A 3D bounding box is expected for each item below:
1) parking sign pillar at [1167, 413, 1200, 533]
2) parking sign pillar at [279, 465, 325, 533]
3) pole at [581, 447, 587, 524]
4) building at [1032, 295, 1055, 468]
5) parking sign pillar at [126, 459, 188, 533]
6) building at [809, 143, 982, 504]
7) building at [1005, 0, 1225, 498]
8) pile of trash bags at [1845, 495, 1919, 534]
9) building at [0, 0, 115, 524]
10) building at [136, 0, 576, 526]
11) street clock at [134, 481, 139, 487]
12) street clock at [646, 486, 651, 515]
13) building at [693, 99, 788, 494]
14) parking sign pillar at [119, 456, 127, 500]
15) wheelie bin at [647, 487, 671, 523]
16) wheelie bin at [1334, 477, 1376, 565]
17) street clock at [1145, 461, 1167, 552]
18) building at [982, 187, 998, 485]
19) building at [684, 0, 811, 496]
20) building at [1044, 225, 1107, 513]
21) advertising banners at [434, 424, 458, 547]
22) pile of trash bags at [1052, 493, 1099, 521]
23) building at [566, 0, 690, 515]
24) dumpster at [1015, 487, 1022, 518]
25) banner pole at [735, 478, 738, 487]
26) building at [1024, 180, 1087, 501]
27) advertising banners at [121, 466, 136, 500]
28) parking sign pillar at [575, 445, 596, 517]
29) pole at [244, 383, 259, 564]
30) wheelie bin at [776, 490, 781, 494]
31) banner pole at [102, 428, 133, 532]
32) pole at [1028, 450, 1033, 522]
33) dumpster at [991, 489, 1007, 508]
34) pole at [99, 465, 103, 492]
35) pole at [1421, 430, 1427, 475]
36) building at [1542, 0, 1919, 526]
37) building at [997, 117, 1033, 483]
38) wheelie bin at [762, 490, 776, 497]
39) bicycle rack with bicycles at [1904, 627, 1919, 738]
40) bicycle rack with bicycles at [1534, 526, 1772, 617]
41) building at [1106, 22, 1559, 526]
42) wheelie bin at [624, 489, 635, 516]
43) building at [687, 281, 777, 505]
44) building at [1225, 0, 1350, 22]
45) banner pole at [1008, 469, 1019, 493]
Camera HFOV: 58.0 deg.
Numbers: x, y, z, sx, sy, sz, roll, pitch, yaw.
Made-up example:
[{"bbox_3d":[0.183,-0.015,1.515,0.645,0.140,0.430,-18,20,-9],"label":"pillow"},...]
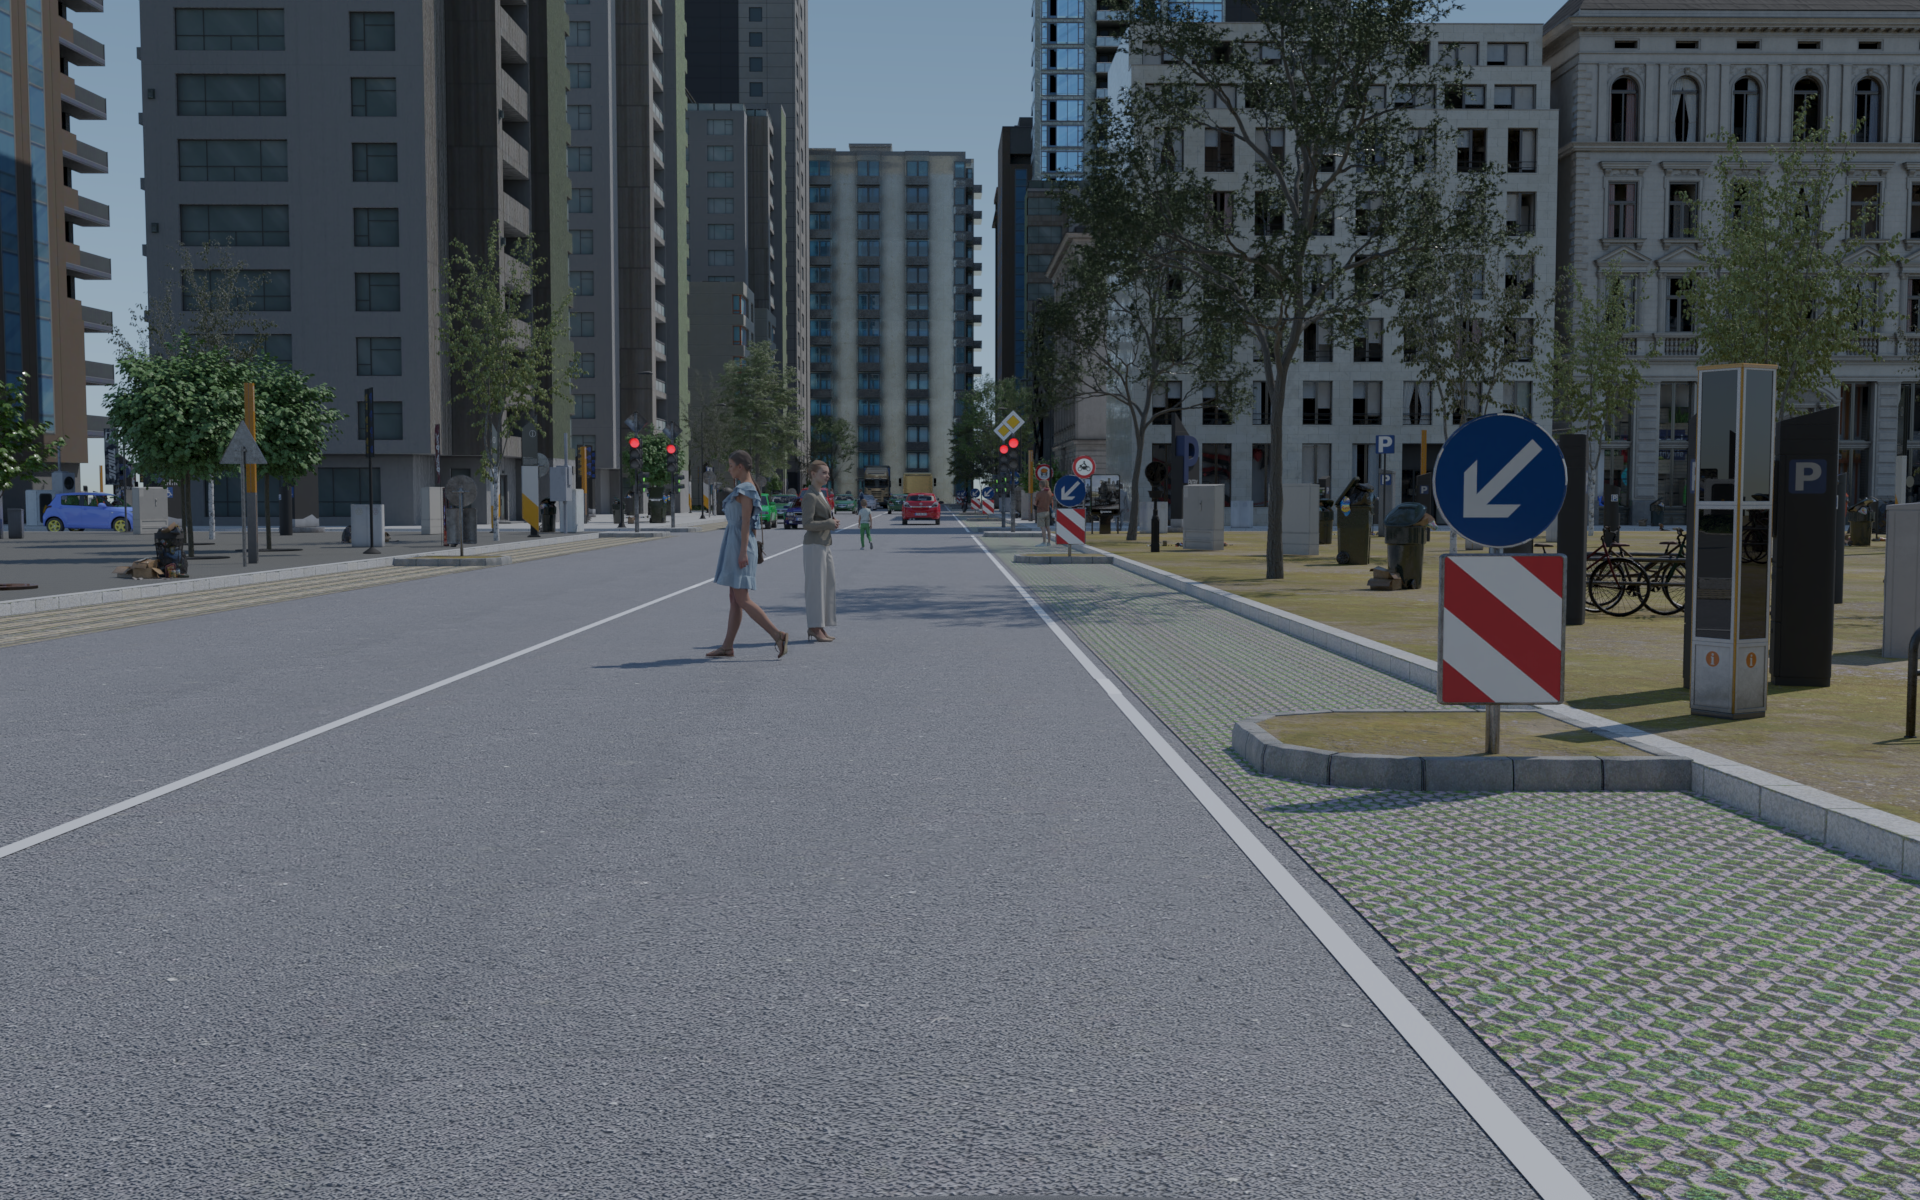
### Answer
[{"bbox_3d":[7.525,-4.242,57.822,1.447,3.967,1.447,2,4,34],"label":"parking sign pillar"},{"bbox_3d":[-21.948,-4.231,57.656,1.447,3.967,1.447,1,4,15],"label":"parking sign pillar"},{"bbox_3d":[-16.186,-4.940,74.607,0.158,3.312,0.155,0,3,0],"label":"pole"},{"bbox_3d":[13.870,-16.234,132.882,16.820,18.784,16.811,0,4,-1],"label":"building"},{"bbox_3d":[-26.398,-4.215,57.389,1.447,3.967,1.447,2,4,23],"label":"parking sign pillar"},{"bbox_3d":[-12.297,-37.896,239.200,30.456,49.044,23.786,0,4,-1],"label":"building"},{"bbox_3d":[16.371,-53.218,182.784,22.319,86.520,31.000,0,4,-1],"label":"building"},{"bbox_3d":[29.337,-2.804,55.598,3.447,1.369,1.912,-1,4,-18],"label":"pile of trash bags"},{"bbox_3d":[-47.291,-25.961,74.568,14.200,45.320,14.600,0,4,-1],"label":"building"},{"bbox_3d":[-25.203,-18.526,74.598,14.160,30.474,14.107,0,4,-1],"label":"building"},{"bbox_3d":[-47.148,-5.785,99.146,0.358,2.002,0.471,-2,4,-30],"label":"street clock"},{"bbox_3d":[-18.770,-6.117,104.582,0.358,2.002,0.471,-1,4,-10],"label":"street clock"},{"bbox_3d":[-25.251,-30.144,176.444,14.154,41.232,14.086,0,4,-1],"label":"building"},{"bbox_3d":[-53.666,-7.515,111.345,1.447,3.967,1.447,1,4,10],"label":"parking sign pillar"},{"bbox_3d":[-13.275,-4.167,76.041,0.980,1.594,0.693,1,4,11],"label":"wheelie bin"},{"bbox_3d":[7.222,-1.450,31.624,0.693,1.594,0.980,1,4,19],"label":"wheelie bin"},{"bbox_3d":[4.307,-2.054,38.161,0.471,2.002,0.358,0,4,2],"label":"street clock"},{"bbox_3d":[17.381,-35.703,238.366,28.867,44.769,22.147,0,4,-1],"label":"building"},{"bbox_3d":[-28.459,-46.685,201.550,20.611,71.187,20.563,0,4,-1],"label":"building"},{"bbox_3d":[11.168,-14.960,109.231,10.561,19.102,19.286,0,4,-1],"label":"building"},{"bbox_3d":[-12.668,-2.841,42.641,0.090,3.025,2.074,-2,4,-29],"label":"advertising banners"},{"bbox_3d":[5.540,-4.388,81.494,3.447,1.369,1.912,0,4,2],"label":"pile of trash bags"},{"bbox_3d":[-25.765,-26.279,113.253,14.154,41.232,14.086,0,4,-1],"label":"building"},{"bbox_3d":[3.488,-5.248,91.555,1.264,1.857,1.865,0,4,-1],"label":"dumpster"},{"bbox_3d":[-14.008,-7.247,108.506,0.401,3.779,0.863,0,4,5],"label":"banner pole"},{"bbox_3d":[12.920,-23.867,161.924,14.160,30.474,14.107,0,4,-1],"label":"building"},{"bbox_3d":[-50.215,-6.620,104.431,2.074,3.025,0.090,2,4,35],"label":"advertising banners"},{"bbox_3d":[-20.809,-6.544,95.471,1.447,3.967,1.447,1,4,9],"label":"parking sign pillar"},{"bbox_3d":[-13.057,-2.328,31.908,0.158,3.312,0.155,0,3,0],"label":"pole"},{"bbox_3d":[-14.248,-7.752,134.650,0.980,1.594,0.693,0,4,-5],"label":"wheelie bin"},{"bbox_3d":[-28.243,-4.161,58.052,0.863,3.779,0.401,0,4,-7],"label":"banner pole"},{"bbox_3d":[3.306,-5.327,80.944,0.158,3.312,0.155,0,3,0],"label":"pole"},{"bbox_3d":[2.919,-7.567,129.478,1.264,1.857,1.865,0,4,-1],"label":"dumpster"},{"bbox_3d":[-60.855,-7.886,122.772,0.158,3.312,0.155,0,3,0],"label":"pole"},{"bbox_3d":[14.746,-3.749,55.136,0.158,3.312,0.155,0,3,0],"label":"pole"},{"bbox_3d":[33.840,-15.014,74.357,19.941,23.489,11.050,0,4,-1],"label":"building"},{"bbox_3d":[11.631,-34.032,206.533,14.600,45.320,14.200,0,4,-1],"label":"building"},{"bbox_3d":[-13.912,-7.111,124.174,0.693,1.594,0.980,1,4,21],"label":"wheelie bin"},{"bbox_3d":[6.200,0.313,8.273,2.925,0.926,2.852,-1,4,-9],"label":"bicycle rack with bicycles"},{"bbox_3d":[7.450,-0.332,18.815,2.925,0.926,2.852,2,4,27],"label":"bicycle rack with bicycles"},{"bbox_3d":[15.175,-13.399,73.824,16.860,20.320,10.420,0,4,-1],"label":"building"},{"bbox_3d":[-19.521,-5.788,102.549,0.693,1.594,0.980,-1,4,-17],"label":"wheelie bin"},{"bbox_3d":[-31.650,-18.988,155.498,27.650,21.520,28.899,0,4,-1],"label":"building"},{"bbox_3d":[33.111,-46.793,203.323,20.611,71.187,20.563,0,4,-1],"label":"building"},{"bbox_3d":[2.898,-6.762,100.575,0.401,3.779,0.863,2,4,25],"label":"banner pole"}]
